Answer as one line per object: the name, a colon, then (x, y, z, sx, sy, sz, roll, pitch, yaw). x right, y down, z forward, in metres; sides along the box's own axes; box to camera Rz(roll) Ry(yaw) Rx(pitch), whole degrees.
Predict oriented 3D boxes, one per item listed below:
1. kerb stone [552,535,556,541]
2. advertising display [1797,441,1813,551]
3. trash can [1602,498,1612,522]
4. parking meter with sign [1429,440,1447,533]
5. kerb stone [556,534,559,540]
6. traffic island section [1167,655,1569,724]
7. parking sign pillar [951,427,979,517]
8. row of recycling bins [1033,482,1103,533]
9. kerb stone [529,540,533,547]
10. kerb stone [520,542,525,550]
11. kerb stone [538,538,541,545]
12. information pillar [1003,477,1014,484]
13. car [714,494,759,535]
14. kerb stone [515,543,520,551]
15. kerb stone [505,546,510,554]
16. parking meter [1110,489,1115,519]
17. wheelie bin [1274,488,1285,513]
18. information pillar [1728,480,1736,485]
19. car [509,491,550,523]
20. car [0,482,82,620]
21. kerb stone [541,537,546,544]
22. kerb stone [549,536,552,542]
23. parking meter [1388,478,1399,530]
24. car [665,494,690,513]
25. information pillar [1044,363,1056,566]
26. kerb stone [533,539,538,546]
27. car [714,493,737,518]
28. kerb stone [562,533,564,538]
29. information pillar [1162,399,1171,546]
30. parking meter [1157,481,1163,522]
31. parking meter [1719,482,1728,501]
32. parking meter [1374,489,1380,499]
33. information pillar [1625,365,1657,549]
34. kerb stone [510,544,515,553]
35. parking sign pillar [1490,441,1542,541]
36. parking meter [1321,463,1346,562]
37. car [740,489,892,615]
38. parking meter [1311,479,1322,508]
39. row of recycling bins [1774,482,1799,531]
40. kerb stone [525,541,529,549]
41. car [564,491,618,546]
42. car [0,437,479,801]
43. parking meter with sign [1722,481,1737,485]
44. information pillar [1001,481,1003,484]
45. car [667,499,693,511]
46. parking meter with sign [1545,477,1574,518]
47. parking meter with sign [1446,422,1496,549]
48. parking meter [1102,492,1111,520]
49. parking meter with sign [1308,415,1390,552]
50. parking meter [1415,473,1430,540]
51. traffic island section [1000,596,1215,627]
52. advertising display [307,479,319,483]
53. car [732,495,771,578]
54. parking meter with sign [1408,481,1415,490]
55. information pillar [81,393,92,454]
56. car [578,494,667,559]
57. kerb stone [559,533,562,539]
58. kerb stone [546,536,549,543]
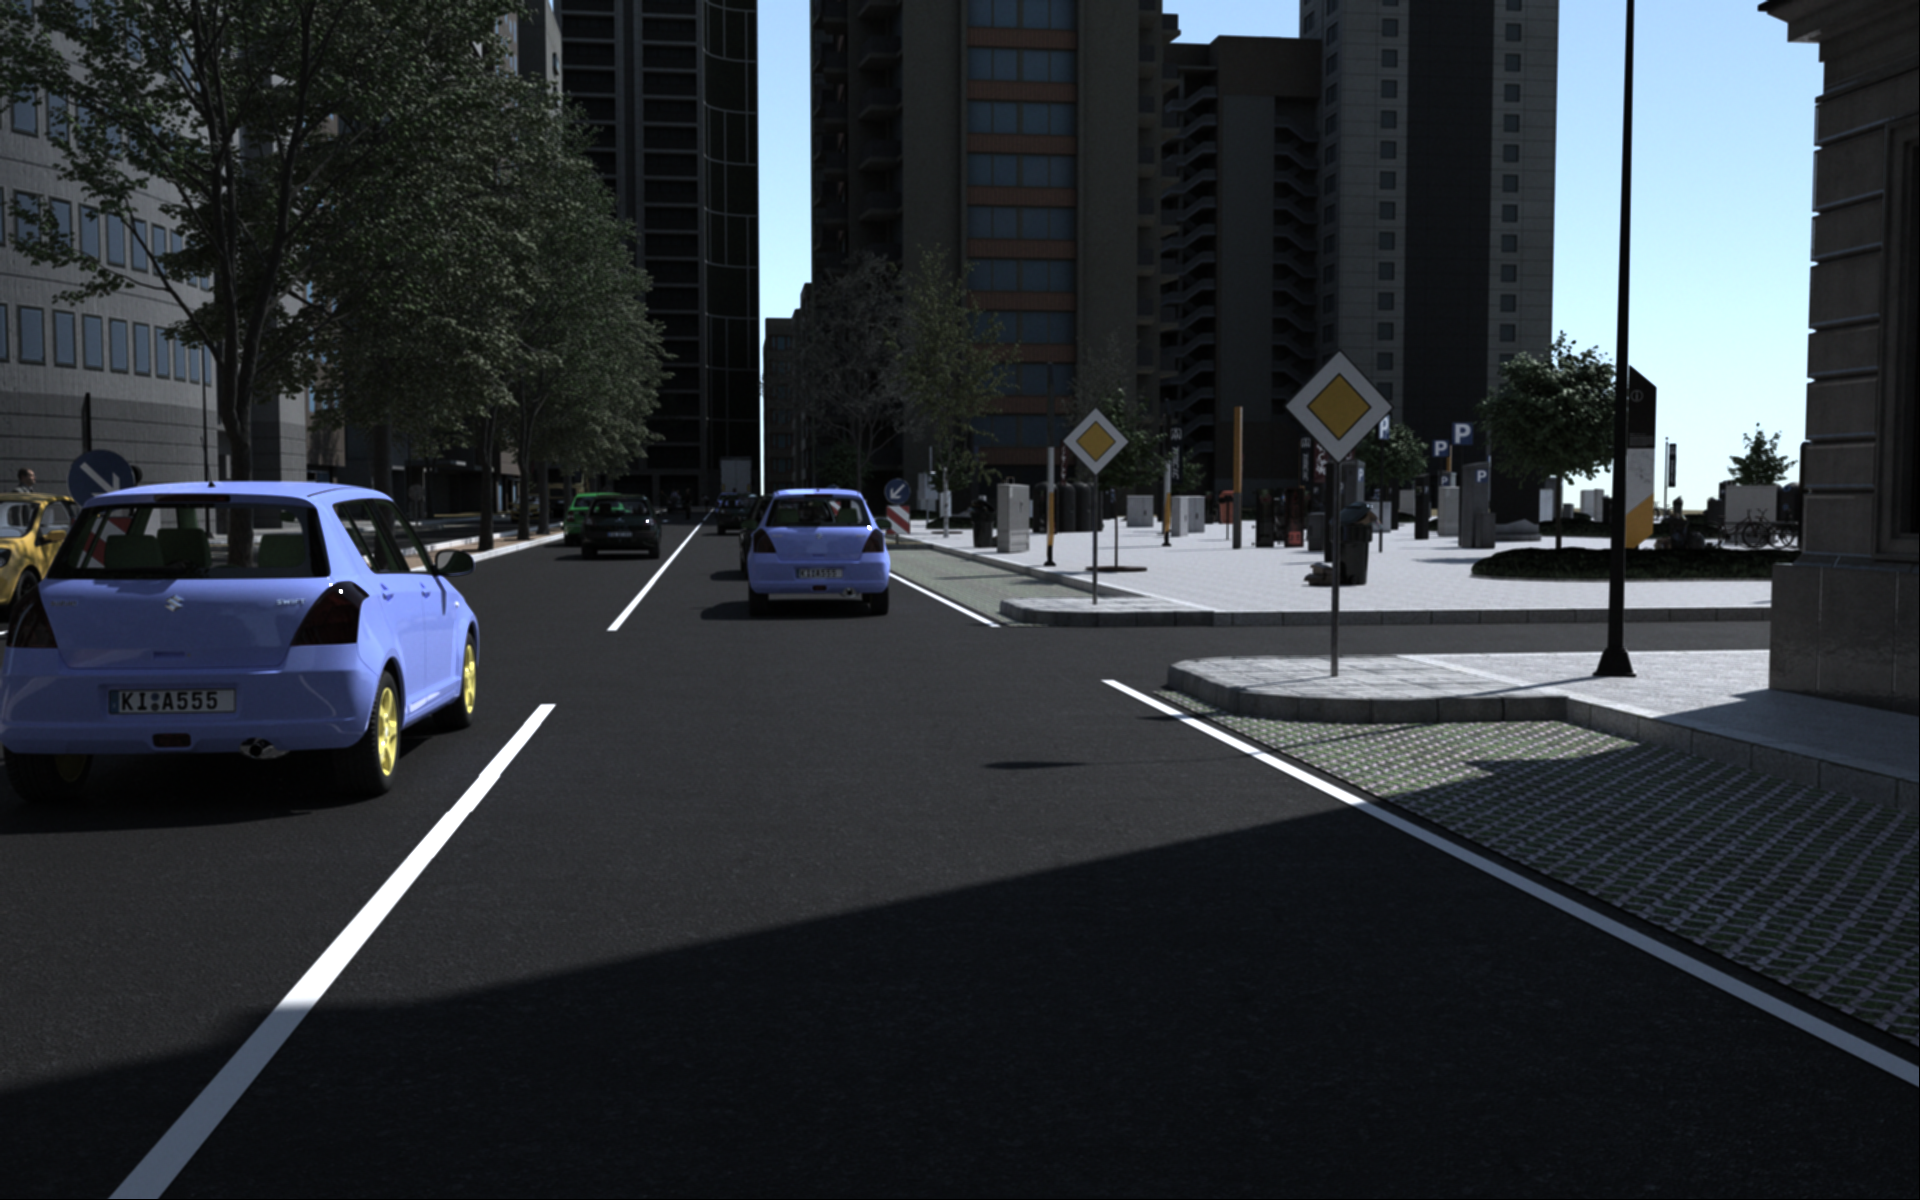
kerb stone: (-12.411, -1.848, 52.406, 0.120, 0.150, 1.000, 0, 4, -8)
advertising display: (10.698, -0.997, 21.514, 0.974, 1.923, 0.123, -3, 5, -39)
trash can: (26.169, -3.548, 69.658, 0.748, 1.137, 0.748, 0, 3, 0)
parking meter with sign: (15.887, -3.679, 56.417, 0.543, 3.016, 1.738, 2, 4, 31)
kerb stone: (-12.547, -1.910, 53.419, 0.120, 0.150, 1.000, 0, 4, -8)
traffic island section: (2.654, 0.616, 12.204, 2.009, 0.180, 2.903, 0, 4, -8)
parking sign pillar: (0.202, -4.996, 70.155, 1.447, 3.967, 1.447, -3, 4, -38)
row of recycling bins: (3.713, -3.148, 58.587, 1.069, 1.692, 3.534, 3, 4, 38)
kerb stone: (-11.598, -1.475, 46.309, 0.120, 0.150, 1.000, 0, 4, -8)
kerb stone: (-11.311, -1.351, 44.284, 0.120, 0.150, 1.000, 0, 4, -8)
kerb stone: (-11.866, -1.597, 48.336, 0.120, 0.150, 1.000, 0, 4, -8)
information pillar: (2.162, -4.317, 75.078, 0.304, 2.012, 0.304, -1, 4, -12)
car: (-7.761, -3.175, 61.706, 2.009, 1.686, 4.222, 0, 4, -7)
kerb stone: (-11.185, -1.286, 43.270, 0.120, 0.150, 1.000, 0, 4, -8)
kerb stone: (-10.909, -1.165, 41.242, 0.120, 0.150, 1.000, 0, 4, -8)
parking meter: (7.908, -4.971, 89.693, 0.372, 1.533, 0.369, 0, 3, 0)
wheelie bin: (16.746, -5.053, 90.519, 0.693, 1.594, 0.980, -2, 4, -35)
information pillar: (40.505, -5.287, 90.937, 0.304, 2.012, 0.304, 0, 4, -8)
car: (-21.537, -4.686, 86.841, 2.015, 1.641, 3.980, -1, 4, -9)
car: (-11.466, -0.637, 20.635, 2.015, 1.641, 3.980, 0, 4, -6)
kerb stone: (-11.997, -1.661, 49.350, 0.120, 0.150, 1.000, 0, 4, -8)
kerb stone: (-12.282, -1.786, 51.392, 0.120, 0.150, 1.000, 0, 4, -8)
parking meter: (15.601, -3.464, 62.350, 0.255, 1.863, 0.399, -1, 4, -11)
car: (-21.275, -7.410, 130.946, 2.009, 1.686, 4.222, -1, 4, -9)
information pillar: (1.609, -2.411, 30.778, 0.183, 3.616, 0.504, 0, 4, -2)
kerb stone: (-11.726, -1.533, 47.323, 0.120, 0.150, 1.000, 0, 4, -8)
car: (-14.235, -5.951, 106.886, 1.945, 1.707, 3.694, 0, 4, -6)
kerb stone: (-12.828, -2.034, 55.445, 0.120, 0.150, 1.000, 0, 4, -8)
information pillar: (5.093, -3.128, 42.492, 0.183, 3.616, 0.504, 0, 4, -2)
parking meter: (9.344, -4.563, 80.315, 0.255, 1.863, 0.399, 2, 4, 29)
parking meter: (38.062, -4.932, 86.351, 0.399, 1.863, 0.255, 2, 4, 33)
parking meter: (21.000, -4.813, 87.101, 0.372, 1.533, 0.369, 0, 3, 0)
information pillar: (12.342, -2.452, 31.446, 0.504, 3.616, 0.183, 1, 4, 12)
kerb stone: (-11.046, -1.227, 42.255, 0.120, 0.150, 1.000, 0, 4, -8)
parking sign pillar: (15.237, -3.612, 47.536, 1.447, 3.967, 1.447, 1, 4, 16)
parking meter: (7.073, -1.648, 32.660, 0.255, 1.863, 0.399, 3, 4, 38)
car: (-1.809, -0.749, 21.841, 1.945, 1.707, 3.694, 0, 4, -6)
parking meter: (11.530, -3.066, 55.834, 0.255, 1.863, 0.399, -3, 5, -44)
row of recycling bins: (29.027, -3.214, 59.669, 1.069, 1.692, 3.534, -1, 4, -19)
kerb stone: (-11.455, -1.413, 45.296, 0.120, 0.150, 1.000, 0, 4, -8)
car: (-10.203, -2.472, 49.207, 1.959, 1.807, 4.718, 0, 4, -7)
car: (-3.704, 0.009, 9.446, 1.945, 1.707, 3.694, 0, 4, -7)
parking meter with sign: (43.500, -6.220, 97.963, 1.738, 3.016, 0.543, 0, 4, 1)
information pillar: (2.467, -5.512, 94.619, 0.304, 2.012, 0.304, -3, 5, -42)
car: (-23.046, -7.970, 142.113, 2.131, 1.459, 4.920, 0, 4, -6)
parking meter with sign: (26.234, -4.908, 76.507, 1.738, 3.016, 0.543, 3, 5, 43)
parking meter with sign: (12.314, -2.762, 41.415, 0.543, 3.016, 1.738, 0, 4, -7)
parking meter: (7.347, -4.961, 86.817, 0.399, 1.863, 0.255, -2, 4, -27)
parking meter with sign: (8.602, -2.584, 38.508, 1.738, 3.016, 0.543, 3, 4, 38)
parking meter: (13.063, -2.646, 48.968, 0.399, 1.863, 0.255, -3, 5, -43)
traffic island section: (1.584, 0.132, 20.117, 2.009, 0.180, 2.903, 0, 4, -8)
advertising display: (-28.224, -4.292, 75.394, 0.974, 1.923, 0.123, 2, 4, 34)
car: (-3.037, -1.292, 30.909, 2.009, 1.686, 4.222, -1, 4, -9)
parking meter with sign: (24.617, -5.915, 92.972, 0.543, 3.016, 1.738, -2, 4, -26)
information pillar: (-20.242, -2.987, 40.198, 0.183, 3.616, 0.504, -3, 5, -40)
car: (-7.715, -1.821, 39.561, 2.009, 1.686, 4.222, -1, 4, -9)
kerb stone: (-12.691, -1.972, 54.431, 0.120, 0.150, 1.000, 0, 4, -8)
kerb stone: (-12.140, -1.723, 50.374, 0.120, 0.150, 1.000, 0, 4, -8)
